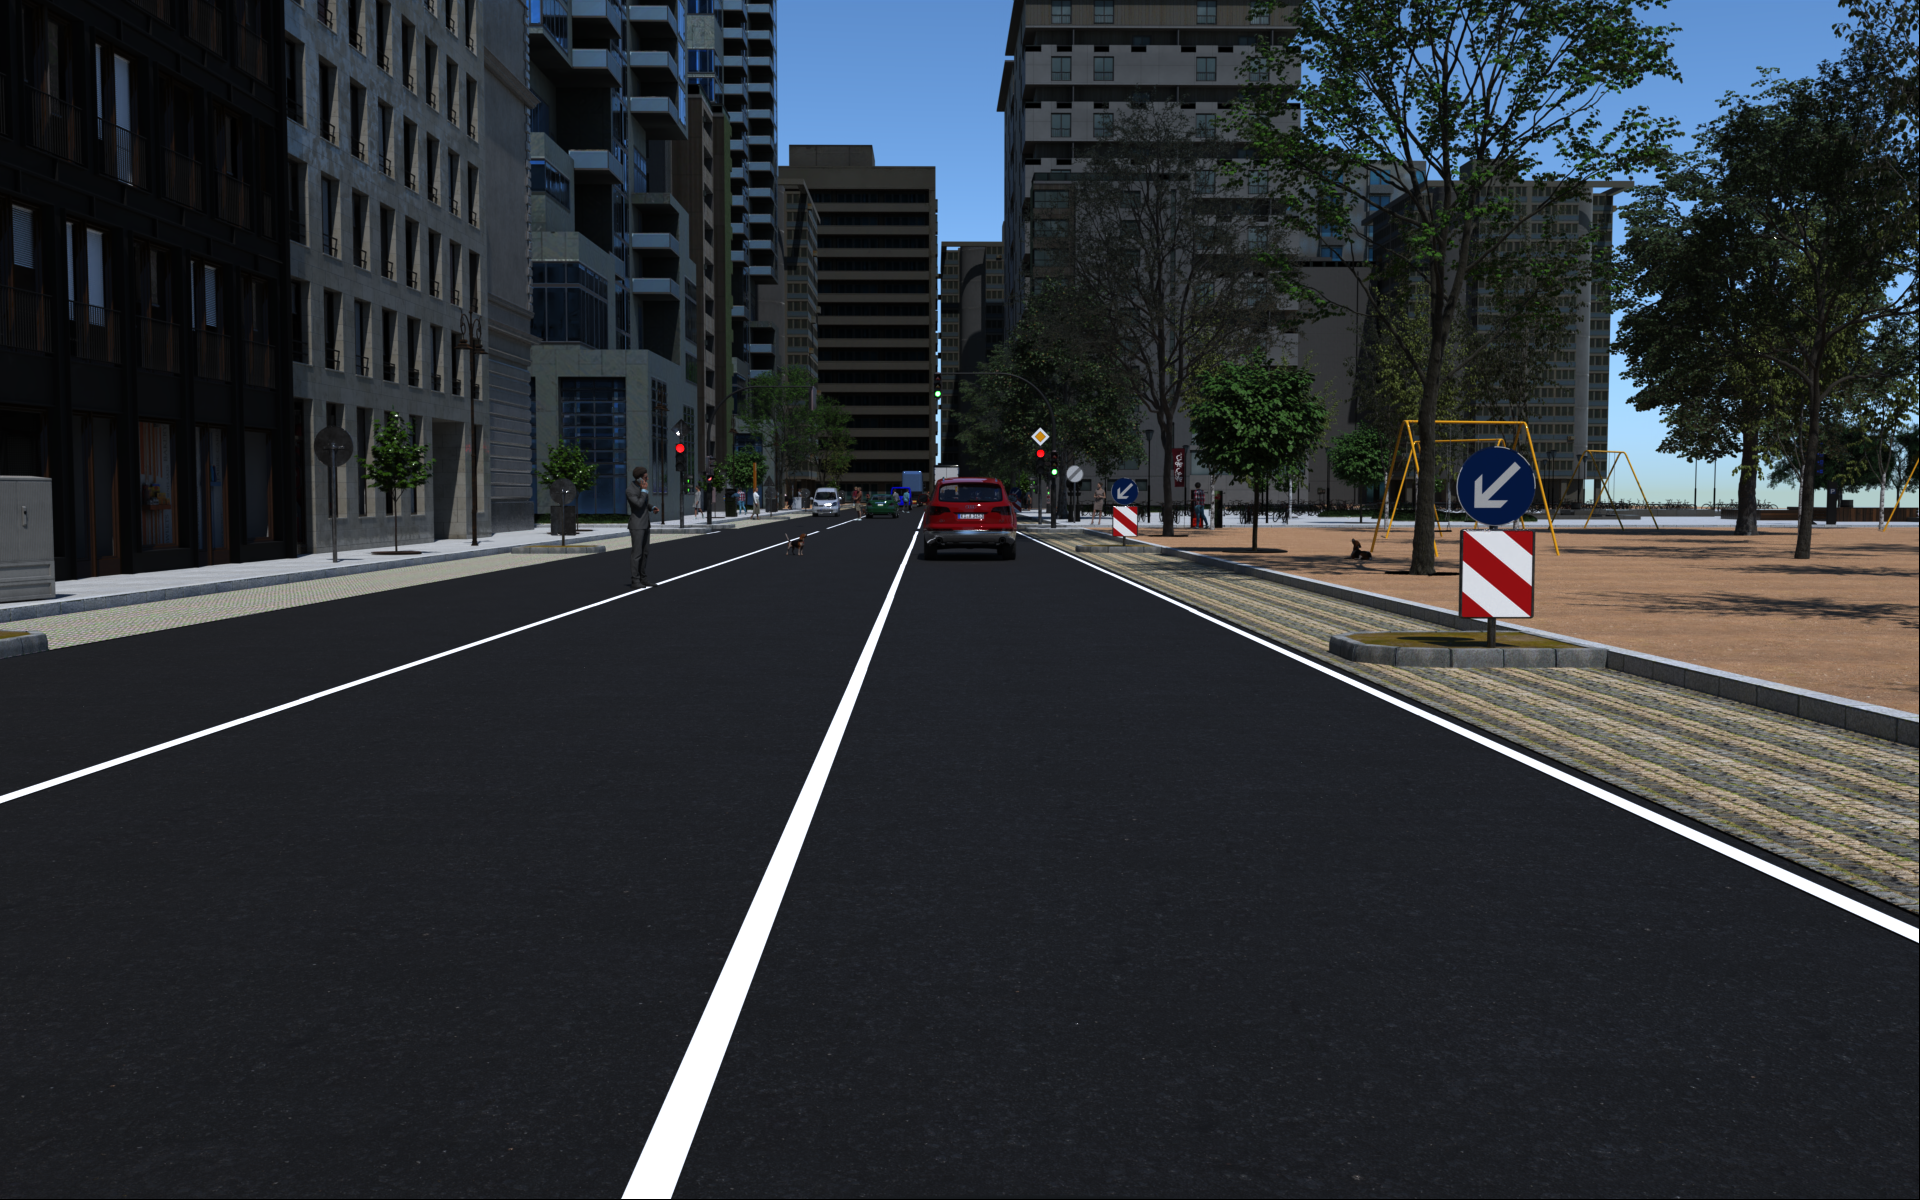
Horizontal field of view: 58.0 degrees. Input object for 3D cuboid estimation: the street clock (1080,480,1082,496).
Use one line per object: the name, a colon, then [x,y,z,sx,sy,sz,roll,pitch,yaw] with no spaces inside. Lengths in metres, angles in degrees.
street clock: [5.458,-4.632,80.311,0.358,2.002,0.471,2,4,32]

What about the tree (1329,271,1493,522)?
tree: [15.237,-6.517,56.923,4.737,8.622,4.395,0,3,0]

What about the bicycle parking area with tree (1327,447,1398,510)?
bicycle parking area with tree: [20.202,-7.195,104.646,8.231,4.147,9.016,-1,4,-18]

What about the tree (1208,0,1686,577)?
tree: [7.454,-6.195,27.041,9.928,11.665,9.643,0,3,0]

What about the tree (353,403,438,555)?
tree: [-12.101,-2.577,36.741,1.663,3.219,1.824,0,3,0]

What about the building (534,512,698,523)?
building: [-25.296,-47.554,90.182,22.319,86.520,31.000,0,4,-1]

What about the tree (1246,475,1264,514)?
tree: [19.260,-7.132,111.216,1.663,3.219,1.824,0,3,0]

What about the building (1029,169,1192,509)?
building: [13.280,-23.638,158.189,14.160,30.474,14.107,0,4,-1]

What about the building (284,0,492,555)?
building: [-19.102,-11.505,42.863,10.420,20.320,16.860,0,4,-1]

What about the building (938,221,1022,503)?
building: [8.830,-34.093,249.307,23.993,40.220,32.217,0,4,-1]

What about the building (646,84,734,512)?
building: [-23.860,-21.450,122.416,14.160,30.474,14.107,0,4,-1]

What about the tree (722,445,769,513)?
tree: [-14.352,-8.077,115.766,4.285,4.588,4.351,0,3,0]

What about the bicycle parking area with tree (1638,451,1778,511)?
bicycle parking area with tree: [49.138,-7.805,114.617,9.016,4.147,8.231,2,4,24]

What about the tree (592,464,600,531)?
tree: [-13.122,-3.974,59.579,1.663,3.219,1.824,0,3,0]

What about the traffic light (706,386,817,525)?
traffic light: [-8.415,-5.996,72.707,4.771,5.953,1.251,0,4,-1]

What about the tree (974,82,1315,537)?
tree: [6.188,-8.654,51.869,12.009,13.543,11.850,0,3,0]

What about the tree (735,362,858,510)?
tree: [-13.947,-12.833,135.576,9.928,11.665,9.643,0,3,0]

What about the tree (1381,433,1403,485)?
tree: [17.700,-5.643,75.979,4.285,4.588,4.351,0,3,0]

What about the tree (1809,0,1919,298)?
tree: [10.249,-4.018,16.055,4.360,8.622,3.978,0,3,0]

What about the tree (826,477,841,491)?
tree: [-14.504,-12.549,199.773,1.663,3.219,1.824,0,3,0]

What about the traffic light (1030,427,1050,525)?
traffic light: [3.354,-5.135,72.874,0.839,4.253,0.868,0,4,-1]

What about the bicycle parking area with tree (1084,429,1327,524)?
bicycle parking area with tree: [11.037,-5.492,76.804,8.231,4.147,9.016,2,4,24]

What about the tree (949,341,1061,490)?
tree: [4.196,-14.288,140.264,9.857,13.997,8.962,0,3,0]

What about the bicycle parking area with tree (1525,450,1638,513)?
bicycle parking area with tree: [39.455,-7.837,115.145,9.016,4.147,8.231,2,4,29]

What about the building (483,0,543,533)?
building: [-24.498,-13.939,56.777,19.941,23.489,11.050,0,4,-1]

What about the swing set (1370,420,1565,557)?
swing set: [10.661,-2.411,37.043,3.119,2.851,2.862,-1,4,-15]

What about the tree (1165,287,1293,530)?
tree: [9.015,-6.774,61.118,4.737,8.622,4.395,0,3,0]

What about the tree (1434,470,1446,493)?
tree: [32.938,-7.701,120.511,1.663,3.219,1.824,0,3,0]

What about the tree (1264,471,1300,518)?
tree: [17.950,-6.089,94.163,1.663,3.219,1.824,0,3,0]

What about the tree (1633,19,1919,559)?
tree: [17.024,-6.085,33.908,7.601,10.594,8.767,1,4,17]

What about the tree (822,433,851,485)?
tree: [-14.767,-15.746,207.814,4.737,8.622,4.395,0,3,0]

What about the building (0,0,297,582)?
building: [-19.290,-12.006,25.969,12.332,23.373,15.834,0,4,-1]

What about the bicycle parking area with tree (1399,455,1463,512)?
bicycle parking area with tree: [34.922,-8.743,129.948,9.016,4.147,8.231,3,5,43]

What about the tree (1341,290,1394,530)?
tree: [15.456,-6.833,62.084,4.360,8.622,3.978,0,3,0]

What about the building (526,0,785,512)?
building: [-27.387,-51.941,161.905,22.319,86.520,31.000,0,4,-1]

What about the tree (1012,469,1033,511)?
tree: [4.719,-8.421,132.285,1.663,3.219,1.824,0,3,0]

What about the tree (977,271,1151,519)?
tree: [5.379,-10.507,88.804,9.611,12.733,9.660,0,3,0]

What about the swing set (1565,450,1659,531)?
swing set: [23.190,-3.967,62.483,3.119,2.851,2.862,-3,5,-44]

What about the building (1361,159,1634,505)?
building: [62.280,-31.499,206.882,23.993,40.220,32.217,0,4,-1]

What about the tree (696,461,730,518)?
tree: [-13.096,-5.987,92.494,1.663,3.219,1.824,0,3,0]

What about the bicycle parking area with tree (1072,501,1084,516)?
bicycle parking area with tree: [10.800,-6.971,100.971,8.231,4.147,9.016,0,4,-7]

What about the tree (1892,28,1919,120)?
tree: [15.388,-4.576,25.177,4.737,8.622,4.395,0,3,0]

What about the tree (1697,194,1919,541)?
tree: [21.010,-5.685,43.320,4.737,8.622,4.395,0,3,0]

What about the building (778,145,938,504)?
building: [-13.944,-37.887,243.146,21.600,48.544,21.300,0,4,-1]

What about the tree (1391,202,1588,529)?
tree: [13.631,-5.661,42.926,4.360,8.622,3.978,0,3,0]

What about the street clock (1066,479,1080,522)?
street clock: [5.067,-4.562,79.161,0.358,2.002,0.471,3,4,38]

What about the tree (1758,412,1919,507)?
tree: [59.985,-9.455,117.493,11.467,7.101,20.602,0,4,5]

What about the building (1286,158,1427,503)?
building: [50.200,-38.287,245.595,30.456,49.044,23.786,0,4,-1]

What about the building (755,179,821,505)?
building: [-28.859,-31.415,205.517,23.993,40.220,32.217,0,4,-1]

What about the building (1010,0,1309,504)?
building: [19.553,-36.096,179.406,28.713,52.752,27.495,0,4,-1]

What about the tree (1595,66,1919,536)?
tree: [24.523,-8.983,53.530,9.857,13.997,8.962,0,3,0]

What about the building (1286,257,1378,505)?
building: [43.100,-27.125,215.197,14.107,30.474,14.160,0,4,-1]

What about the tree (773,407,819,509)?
tree: [-13.832,-11.798,143.253,4.360,8.622,3.978,0,3,0]

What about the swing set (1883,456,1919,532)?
swing set: [33.082,-3.693,58.007,2.862,2.851,3.119,0,4,-2]

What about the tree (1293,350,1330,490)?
tree: [16.886,-8.358,87.023,4.737,8.622,4.395,0,3,0]

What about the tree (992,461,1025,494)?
tree: [4.468,-10.412,153.949,4.285,4.588,4.351,0,3,0]

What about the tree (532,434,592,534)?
tree: [-12.826,-3.712,55.291,1.663,3.219,1.824,0,3,0]

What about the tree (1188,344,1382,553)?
tree: [6.484,-3.324,38.055,4.285,4.588,4.351,0,3,0]

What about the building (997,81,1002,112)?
building: [19.210,-37.810,207.438,28.713,52.752,27.495,0,4,-1]
